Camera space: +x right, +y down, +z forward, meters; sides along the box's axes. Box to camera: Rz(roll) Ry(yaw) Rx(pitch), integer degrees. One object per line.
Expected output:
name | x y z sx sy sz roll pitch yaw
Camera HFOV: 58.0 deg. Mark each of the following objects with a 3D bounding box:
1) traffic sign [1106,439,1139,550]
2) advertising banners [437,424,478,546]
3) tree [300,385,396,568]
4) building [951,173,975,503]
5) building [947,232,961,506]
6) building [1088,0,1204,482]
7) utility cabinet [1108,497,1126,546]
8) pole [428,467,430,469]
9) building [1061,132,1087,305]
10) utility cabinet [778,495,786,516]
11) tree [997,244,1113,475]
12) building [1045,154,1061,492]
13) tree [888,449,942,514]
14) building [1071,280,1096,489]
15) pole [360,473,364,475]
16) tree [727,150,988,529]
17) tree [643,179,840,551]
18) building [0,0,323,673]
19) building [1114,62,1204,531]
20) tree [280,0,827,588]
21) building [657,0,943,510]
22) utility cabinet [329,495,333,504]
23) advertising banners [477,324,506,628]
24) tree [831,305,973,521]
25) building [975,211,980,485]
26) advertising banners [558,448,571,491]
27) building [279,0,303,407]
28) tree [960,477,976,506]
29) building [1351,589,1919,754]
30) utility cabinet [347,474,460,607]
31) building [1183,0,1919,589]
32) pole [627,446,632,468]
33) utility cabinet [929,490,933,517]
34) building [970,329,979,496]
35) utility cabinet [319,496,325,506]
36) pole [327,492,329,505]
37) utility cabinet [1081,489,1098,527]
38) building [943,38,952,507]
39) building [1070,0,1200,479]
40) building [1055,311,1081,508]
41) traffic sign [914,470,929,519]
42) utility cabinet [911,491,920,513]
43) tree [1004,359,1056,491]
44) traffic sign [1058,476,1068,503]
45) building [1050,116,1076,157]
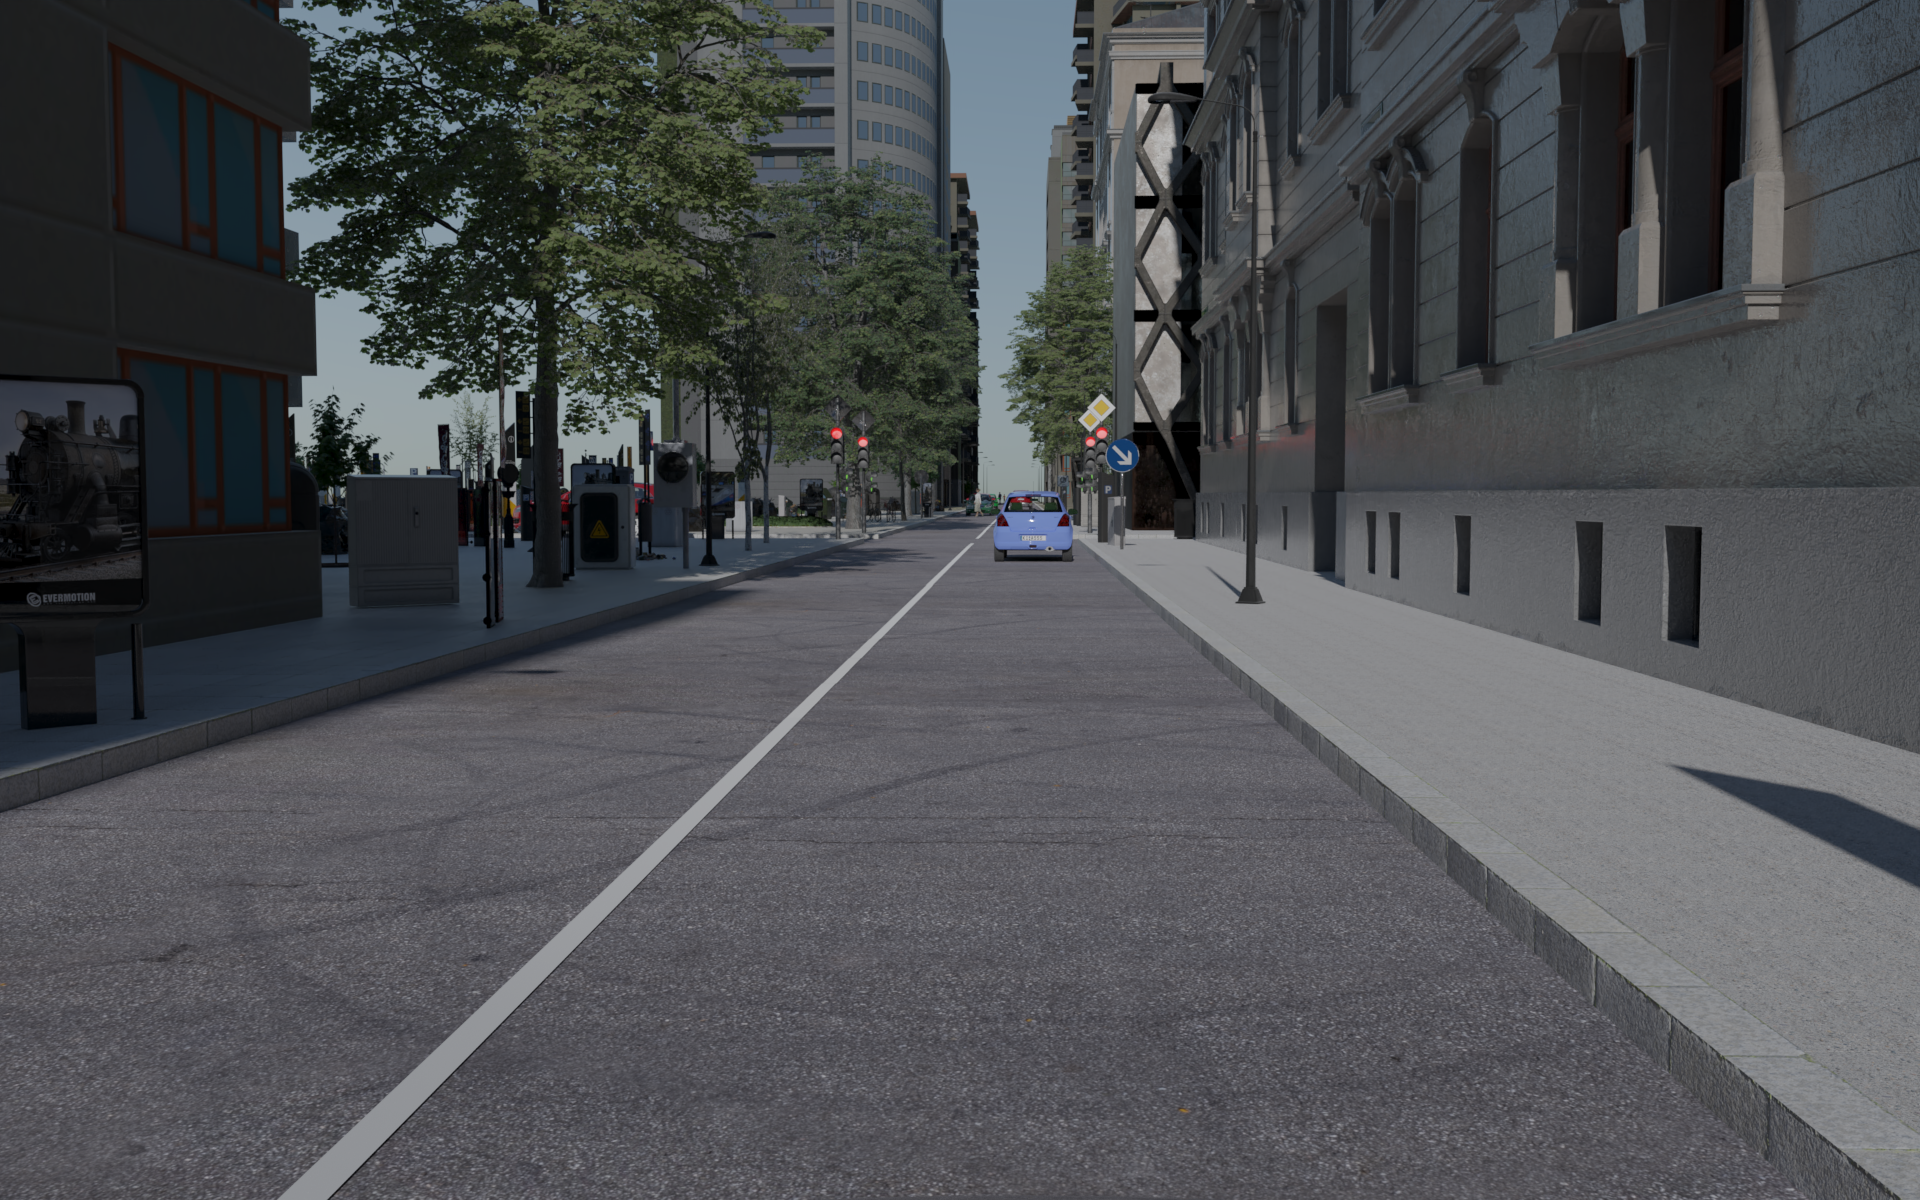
traffic sign | 3.747 -2.440 40.001 0.768 2.556 0.104 1 4 8
advertising banners | -12.296 -2.849 42.763 2.074 3.025 0.090 3 5 41
tree | -11.061 -2.191 30.431 1.663 3.219 1.824 0 3 0
building | -9.794 -35.233 230.678 22.147 44.769 28.867 0 4 2
building | -7.143 -26.066 197.886 14.160 30.474 14.107 0 4 2
building | 14.214 -19.053 97.415 13.634 28.700 20.117 0 4 2
utility cabinet | 3.916 -1.972 43.411 0.306 1.237 1.020 0 4 -4
pole | -39.424 -8.246 128.662 0.158 3.312 0.155 0 3 0
building | 18.502 -31.488 198.426 14.154 41.232 14.086 0 4 2
utility cabinet | -8.706 -4.512 84.927 0.306 1.237 1.020 0 4 -1
tree | 5.415 -9.870 79.510 7.486 12.596 7.792 0 3 0
building | 22.518 -37.480 236.498 21.300 48.544 21.600 0 4 2
tree | -2.878 -7.799 111.227 4.285 4.588 4.351 0 3 0
building | 16.237 -15.572 122.048 16.820 18.784 16.811 0 4 2
pole | -29.562 -5.616 85.660 0.158 3.312 0.155 0 3 0
tree | -3.995 -9.582 63.329 9.857 13.997 8.962 0 3 0
tree | -5.003 -5.416 38.907 4.360 8.622 3.978 0 3 0
building | -21.000 -9.694 3.538 27.650 21.520 28.899 0 4 2
building | 14.582 -12.090 65.124 16.811 18.784 16.820 0 4 2
tree | -5.737 -6.475 23.989 7.486 12.596 7.792 0 3 0
building | -12.538 -36.947 146.078 21.231 58.520 28.212 0 4 2
utility cabinet | -47.306 -7.300 130.521 1.020 1.237 0.306 2 4 25
advertising banners | -4.654 -1.296 17.372 0.090 3.025 2.074 -1 4 -9
tree | -3.025 -9.070 82.712 7.601 10.594 8.767 -1 4 -10
building | -8.289 -37.039 260.206 22.147 44.769 28.867 0 4 2
advertising banners | -14.666 -4.285 66.250 2.074 3.025 0.090 -3 4 -37
building | -31.746 -25.460 35.886 30.456 49.044 23.786 0 4 2
tree | 1.020 -12.206 194.166 1.663 3.219 1.824 0 3 0
building | 11.084 -13.709 11.525 14.401 28.519 23.554 0 4 2
utility cabinet | -6.351 -0.680 19.794 1.173 1.500 0.318 -3 4 -38
building | 12.232 -15.145 35.009 14.401 28.519 23.554 0 4 2
pole | -14.146 -4.916 74.213 0.158 3.312 0.155 0 3 0
utility cabinet | -1.740 -5.347 96.106 0.318 1.500 1.173 1 4 10
building | -4.200 -31.208 281.956 14.160 30.474 14.107 0 4 2
utility cabinet | -27.934 -3.929 75.408 0.306 1.237 1.020 -3 4 -36
pole | -39.182 -6.930 107.148 0.158 3.312 0.155 0 3 0
utility cabinet | 5.236 -3.556 66.827 1.173 1.500 0.318 3 4 37
building | -8.106 -31.698 168.373 14.600 45.320 14.200 0 4 2
building | 20.610 -30.117 147.030 22.147 44.769 28.867 0 4 2
building | 23.855 -20.326 177.369 27.650 21.520 28.899 0 4 2
traffic sign | -2.028 -5.548 90.815 0.768 2.556 0.104 0 4 5
utility cabinet | -3.206 -6.416 113.579 1.173 1.500 0.318 1 4 15
tree | 12.737 -22.108 217.352 12.611 20.169 13.585 0 3 0
traffic sign | 5.685 -5.710 95.490 0.606 2.300 0.079 0 4 8
building | 24.904 -44.876 275.715 21.231 58.520 28.212 0 4 2
